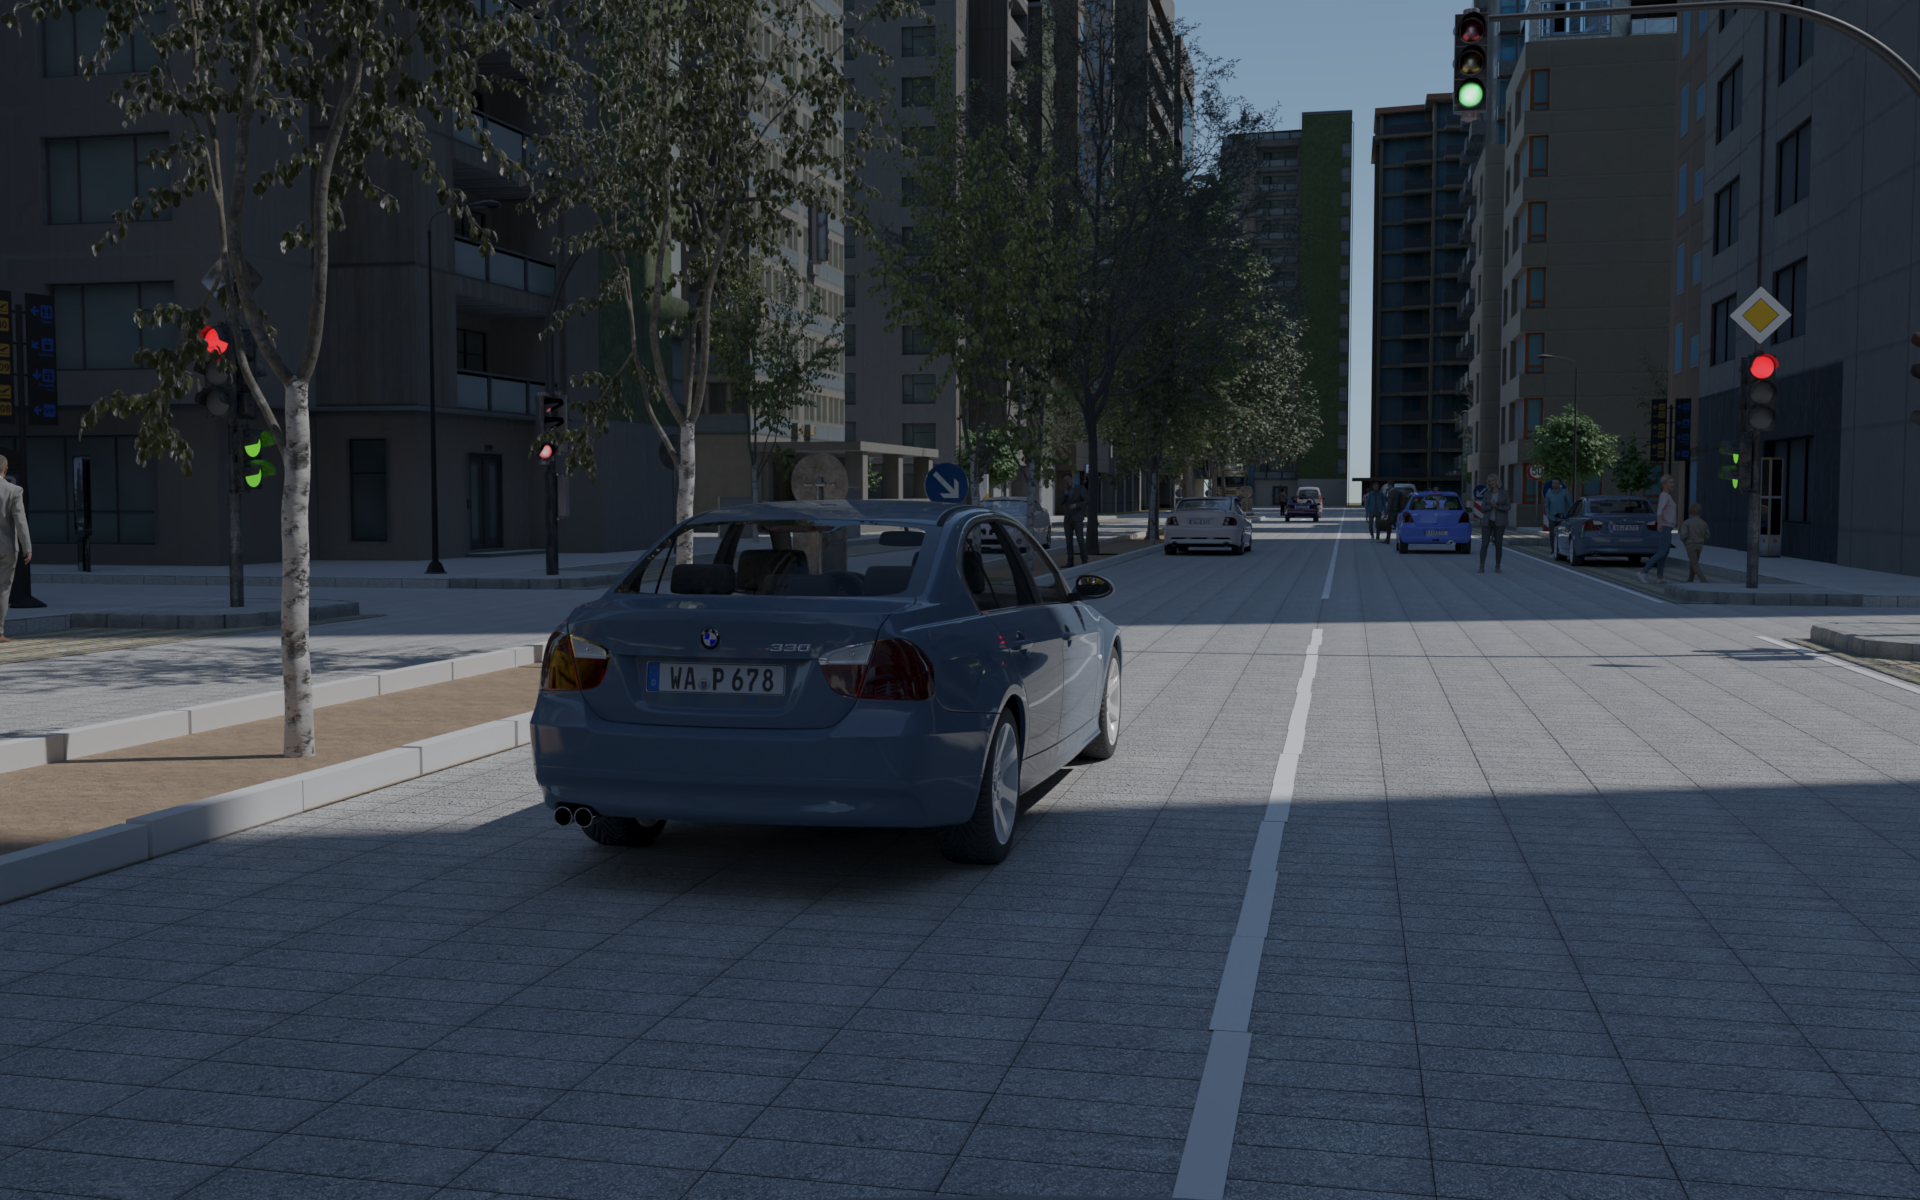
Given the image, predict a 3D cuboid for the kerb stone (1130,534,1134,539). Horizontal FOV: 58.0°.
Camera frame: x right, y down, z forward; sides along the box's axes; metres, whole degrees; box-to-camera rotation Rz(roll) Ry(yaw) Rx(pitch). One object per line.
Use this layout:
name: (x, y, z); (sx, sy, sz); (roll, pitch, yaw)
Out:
kerb stone: (5.251, -1.957, 54.320); (0.120, 0.150, 1.000); (1, 4, 13)

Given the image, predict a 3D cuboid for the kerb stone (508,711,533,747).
kerb stone: (-2.451, 0.727, 10.303); (0.120, 0.150, 1.000); (1, 4, 13)

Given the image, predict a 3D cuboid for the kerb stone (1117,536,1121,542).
kerb stone: (4.580, -1.781, 51.316); (0.120, 0.150, 1.000); (1, 4, 13)

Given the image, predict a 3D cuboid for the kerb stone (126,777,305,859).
kerb stone: (-3.120, 0.911, 7.302); (0.120, 0.150, 1.000); (1, 4, 13)

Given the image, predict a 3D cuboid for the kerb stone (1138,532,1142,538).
kerb stone: (5.709, -2.087, 56.324); (0.120, 0.150, 1.000); (1, 4, 13)

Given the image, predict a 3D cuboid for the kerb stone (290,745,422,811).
kerb stone: (-2.906, 0.856, 8.302); (0.120, 0.150, 1.000); (1, 4, 13)

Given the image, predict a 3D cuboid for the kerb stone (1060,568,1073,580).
kerb stone: (1.697, -0.407, 28.844); (0.120, 0.150, 1.000); (1, 4, 13)

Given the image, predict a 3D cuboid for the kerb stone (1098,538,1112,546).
kerb stone: (4.130, -1.655, 49.317); (0.120, 0.150, 1.000); (1, 4, 13)

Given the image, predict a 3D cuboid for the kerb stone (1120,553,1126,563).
kerb stone: (3.271, -0.835, 35.846); (0.120, 0.150, 1.000); (1, 4, 13)

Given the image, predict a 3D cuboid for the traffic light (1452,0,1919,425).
traffic light: (6.980, -2.530, 16.041); (4.771, 5.953, 1.251); (1, 4, 13)

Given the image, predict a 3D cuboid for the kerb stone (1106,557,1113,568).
kerb stone: (2.823, -0.710, 33.843); (0.120, 0.150, 1.000); (1, 4, 13)

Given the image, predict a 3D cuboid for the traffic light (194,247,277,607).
traffic light: (-8.198, -1.874, 19.557); (0.839, 4.253, 0.868); (1, 4, 13)

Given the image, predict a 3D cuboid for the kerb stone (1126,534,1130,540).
kerb stone: (5.030, -1.903, 53.315); (0.120, 0.150, 1.000); (1, 4, 13)

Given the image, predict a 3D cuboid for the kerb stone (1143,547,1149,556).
kerb stone: (4.169, -1.080, 39.852); (0.120, 0.150, 1.000); (1, 4, 13)

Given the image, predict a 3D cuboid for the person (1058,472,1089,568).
person: (2.178, -1.525, 33.233); (0.655, 1.846, 0.447); (2, 4, 33)

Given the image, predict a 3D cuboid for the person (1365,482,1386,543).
person: (12.241, -2.578, 50.988); (0.601, 1.785, 0.444); (1, 4, 17)

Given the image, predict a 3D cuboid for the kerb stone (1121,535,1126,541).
kerb stone: (4.807, -1.841, 52.318); (0.120, 0.150, 1.000); (1, 4, 13)

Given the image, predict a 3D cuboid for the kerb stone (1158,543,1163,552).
kerb stone: (4.838, -1.263, 42.852); (0.120, 0.150, 1.000); (1, 4, 13)

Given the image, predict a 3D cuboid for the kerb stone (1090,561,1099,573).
kerb stone: (2.372, -0.590, 31.845); (0.120, 0.150, 1.000); (1, 4, 13)

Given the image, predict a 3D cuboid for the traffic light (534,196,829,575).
traffic light: (-4.391, -3.196, 26.927); (4.771, 5.953, 1.251); (1, 4, 13)

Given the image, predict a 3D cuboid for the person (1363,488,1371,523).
person: (20.356, -4.711, 86.369); (0.563, 1.720, 0.643); (2, 4, 34)

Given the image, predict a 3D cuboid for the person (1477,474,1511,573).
person: (9.719, -1.393, 31.460); (0.537, 1.800, 0.526); (2, 4, 35)

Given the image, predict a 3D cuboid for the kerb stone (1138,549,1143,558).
kerb stone: (3.935, -1.019, 38.857); (0.120, 0.150, 1.000); (1, 4, 13)

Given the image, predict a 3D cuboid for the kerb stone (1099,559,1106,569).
kerb stone: (2.592, -0.651, 32.844); (0.120, 0.150, 1.000); (1, 4, 13)

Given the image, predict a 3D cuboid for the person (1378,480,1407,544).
person: (12.372, -2.502, 49.378); (0.822, 1.834, 0.622); (2, 4, 31)

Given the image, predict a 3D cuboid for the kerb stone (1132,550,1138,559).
kerb stone: (3.718, -0.958, 37.858); (0.120, 0.150, 1.000); (1, 4, 13)

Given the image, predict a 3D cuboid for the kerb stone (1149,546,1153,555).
kerb stone: (4.386, -1.136, 40.852); (0.120, 0.150, 1.000); (1, 4, 13)

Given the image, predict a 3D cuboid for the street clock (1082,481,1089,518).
street clock: (6.915, -5.509, 94.645); (0.471, 2.002, 0.358); (-2, 4, -31)

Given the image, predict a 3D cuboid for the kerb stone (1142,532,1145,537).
kerb stone: (5.926, -2.147, 57.324); (0.120, 0.150, 1.000); (1, 4, 13)

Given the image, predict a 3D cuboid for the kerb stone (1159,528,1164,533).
kerb stone: (7.721, -2.638, 65.327); (0.120, 0.150, 1.000); (1, 4, 13)

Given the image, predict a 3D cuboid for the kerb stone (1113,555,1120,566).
kerb stone: (3.045, -0.773, 34.841); (0.120, 0.150, 1.000); (1, 4, 13)

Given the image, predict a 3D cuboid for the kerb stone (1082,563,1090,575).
kerb stone: (2.145, -0.529, 30.848); (0.120, 0.150, 1.000); (1, 4, 13)

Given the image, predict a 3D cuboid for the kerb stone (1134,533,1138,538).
kerb stone: (5.483, -2.026, 55.315); (0.120, 0.150, 1.000); (1, 4, 13)

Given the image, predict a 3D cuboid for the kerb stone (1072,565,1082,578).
kerb stone: (1.923, -0.468, 29.846); (0.120, 0.150, 1.000); (1, 4, 13)

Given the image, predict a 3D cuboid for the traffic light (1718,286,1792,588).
traffic light: (10.787, -2.116, 23.517); (0.839, 4.253, 0.868); (1, 4, 13)

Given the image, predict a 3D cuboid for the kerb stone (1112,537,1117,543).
kerb stone: (4.363, -1.720, 50.312); (0.120, 0.150, 1.000); (1, 4, 13)

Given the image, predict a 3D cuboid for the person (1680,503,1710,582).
person: (10.936, -0.798, 25.818); (0.475, 1.303, 0.640); (-2, 4, -24)

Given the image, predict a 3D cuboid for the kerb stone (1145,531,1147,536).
kerb stone: (6.155, -2.209, 58.321); (0.120, 0.150, 1.000); (1, 4, 13)

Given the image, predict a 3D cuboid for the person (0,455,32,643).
person: (-9.232, -0.485, 16.548); (0.709, 1.813, 0.853); (-1, 4, -14)

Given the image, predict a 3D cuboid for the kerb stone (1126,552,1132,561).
kerb stone: (3.487, -0.896, 36.851); (0.120, 0.150, 1.000); (1, 4, 13)

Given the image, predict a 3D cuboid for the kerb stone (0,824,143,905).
kerb stone: (-3.347, 0.983, 6.307); (0.120, 0.150, 1.000); (1, 4, 13)

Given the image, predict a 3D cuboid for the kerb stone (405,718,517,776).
kerb stone: (-2.682, 0.788, 9.305); (0.120, 0.150, 1.000); (1, 4, 13)

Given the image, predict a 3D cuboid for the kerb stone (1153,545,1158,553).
kerb stone: (4.612, -1.199, 41.848); (0.120, 0.150, 1.000); (1, 4, 13)
